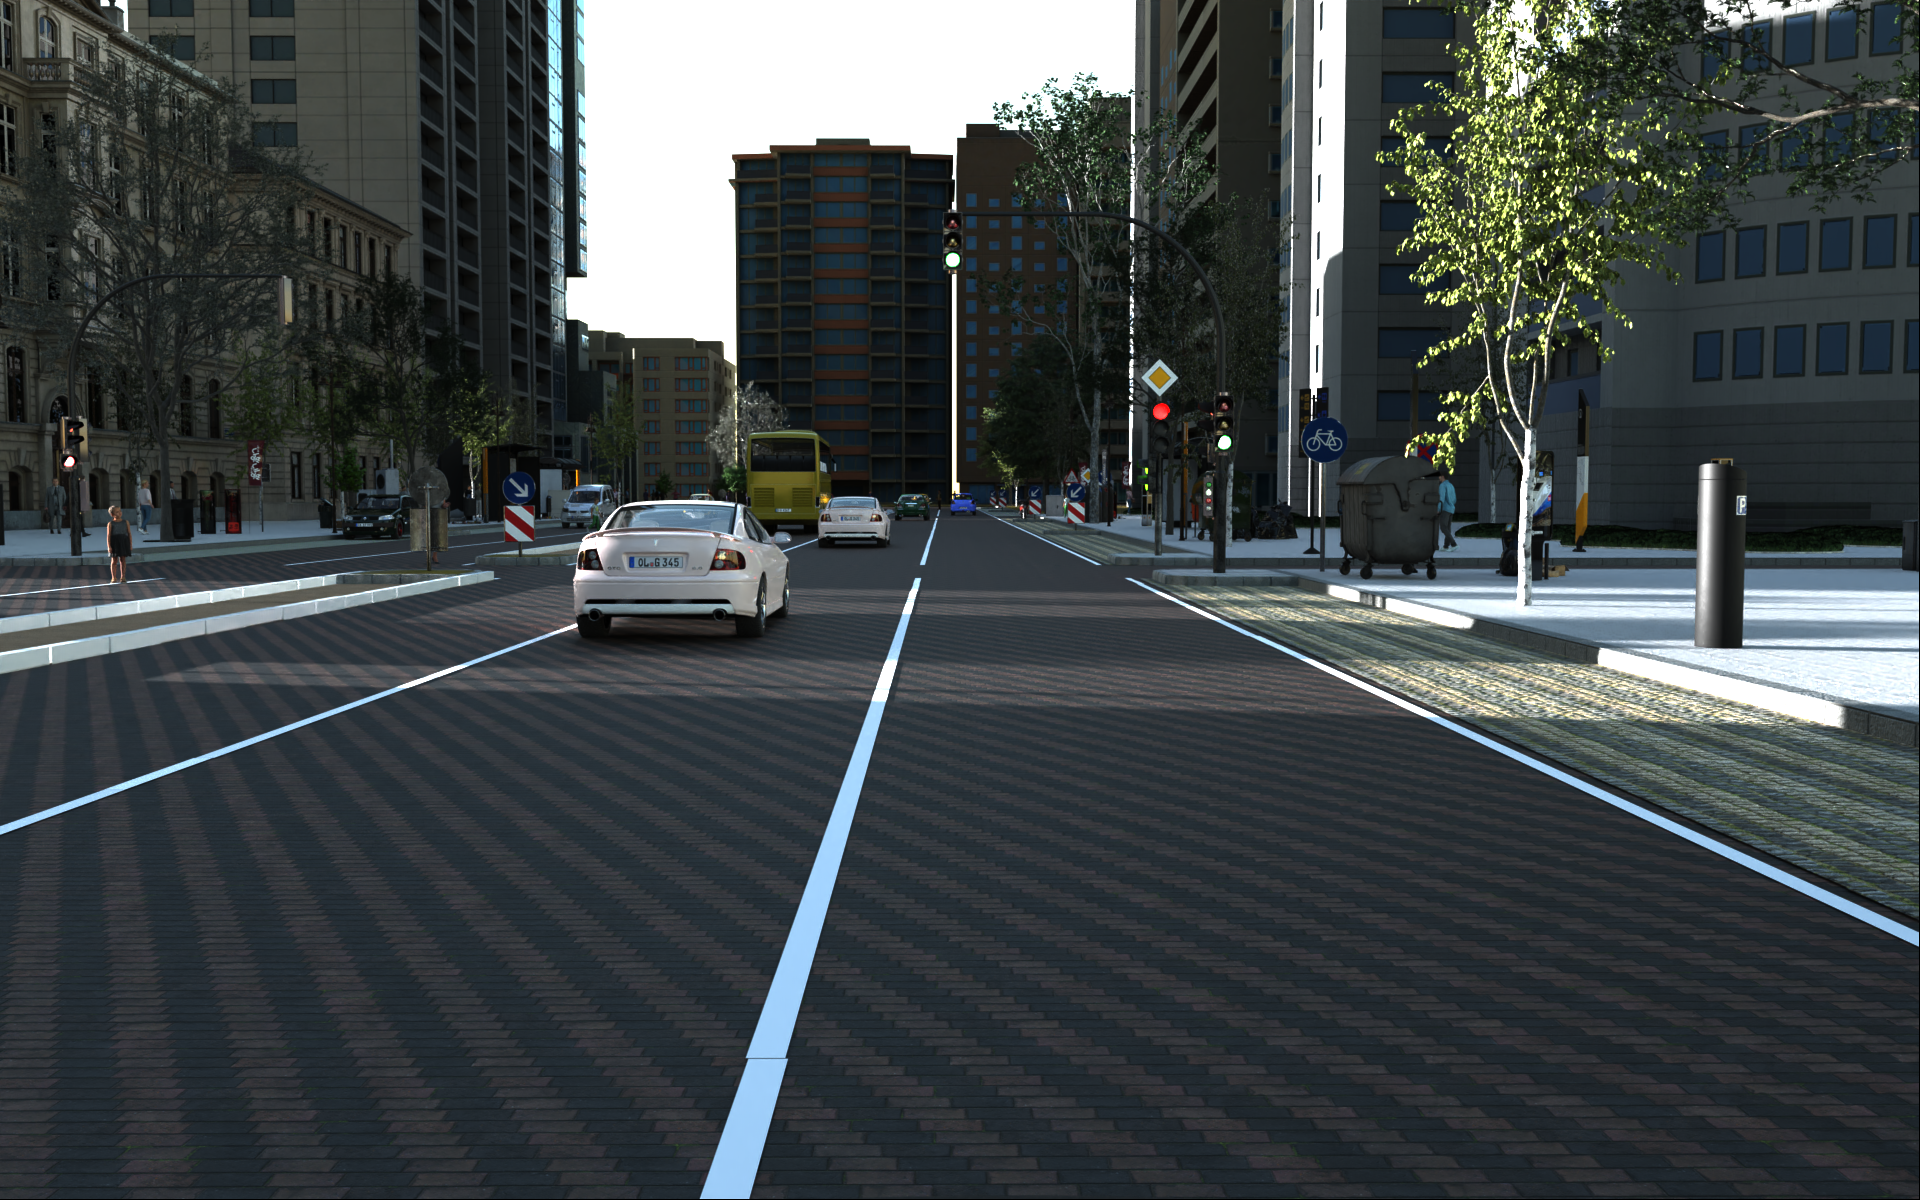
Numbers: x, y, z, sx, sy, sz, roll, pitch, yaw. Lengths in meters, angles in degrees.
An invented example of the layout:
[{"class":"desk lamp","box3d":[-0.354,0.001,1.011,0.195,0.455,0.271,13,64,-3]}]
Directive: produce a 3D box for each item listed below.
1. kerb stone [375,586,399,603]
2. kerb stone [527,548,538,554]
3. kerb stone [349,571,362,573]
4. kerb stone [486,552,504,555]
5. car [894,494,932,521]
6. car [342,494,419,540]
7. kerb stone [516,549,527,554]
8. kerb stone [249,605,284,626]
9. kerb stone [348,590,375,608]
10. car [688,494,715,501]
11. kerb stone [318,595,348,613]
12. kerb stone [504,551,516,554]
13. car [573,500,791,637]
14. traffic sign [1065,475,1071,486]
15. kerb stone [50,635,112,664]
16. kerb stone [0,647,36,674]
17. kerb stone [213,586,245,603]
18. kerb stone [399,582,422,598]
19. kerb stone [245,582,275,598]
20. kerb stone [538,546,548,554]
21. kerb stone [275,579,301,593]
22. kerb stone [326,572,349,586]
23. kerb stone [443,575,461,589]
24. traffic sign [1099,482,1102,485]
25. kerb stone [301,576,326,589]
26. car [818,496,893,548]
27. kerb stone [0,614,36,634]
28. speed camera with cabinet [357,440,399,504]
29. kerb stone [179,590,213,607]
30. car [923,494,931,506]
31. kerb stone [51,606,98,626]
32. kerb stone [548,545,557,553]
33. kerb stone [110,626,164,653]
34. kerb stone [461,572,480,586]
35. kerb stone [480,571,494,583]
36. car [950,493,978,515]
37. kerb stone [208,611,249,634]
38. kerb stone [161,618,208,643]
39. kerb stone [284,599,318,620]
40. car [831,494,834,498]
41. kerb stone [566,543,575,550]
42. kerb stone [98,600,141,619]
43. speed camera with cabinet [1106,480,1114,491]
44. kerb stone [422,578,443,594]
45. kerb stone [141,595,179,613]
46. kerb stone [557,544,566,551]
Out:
[{"class":"kerb stone","box3d":[-7.783,-0.062,23.260,0.120,0.150,1.000,0,4,-1]},{"class":"kerb stone","box3d":[-10.042,-1.098,40.192,0.120,0.150,1.000,0,4,-1]},{"class":"kerb stone","box3d":[-9.941,-0.377,28.359,0.120,0.150,1.000,0,4,-1]},{"class":"kerb stone","box3d":[-10.009,-0.912,37.110,0.120,0.150,1.000,0,4,-1]},{"class":"car","box3d":[-2.606,-5.104,95.247,2.131,1.459,4.920,0,4,1]},{"class":"car","box3d":[-18.405,-2.790,55.408,2.009,1.686,4.222,0,4,-1]},{"class":"kerb stone","box3d":[-10.022,-1.038,39.159,0.120,0.150,1.000,0,4,-1]},{"class":"kerb stone","box3d":[-7.759,0.185,19.164,0.120,0.150,1.000,0,4,-1]},{"class":"kerb stone","box3d":[-7.775,0.005,22.237,0.120,0.150,1.000,0,4,-1]},{"class":"car","box3d":[-15.645,-5.766,104.503,2.015,1.641,3.980,0,4,-2]},{"class":"kerb stone","box3d":[-7.762,0.060,21.215,0.120,0.150,1.000,0,4,-1]},{"class":"kerb stone","box3d":[-10.017,-0.974,38.137,0.120,0.150,1.000,0,4,-1]},{"class":"car","box3d":[-2.908,-0.388,18.709,2.083,1.381,4.827,0,4,-1]},{"class":"traffic sign","box3d":[6.996,-6.721,109.999,0.768,2.556,0.104,0,4,4]},{"class":"kerb stone","box3d":[-7.708,0.436,15.074,0.120,0.150,1.000,0,4,-1]},{"class":"kerb stone","box3d":[-7.702,0.499,14.047,0.120,0.150,1.000,0,4,-1]},{"class":"kerb stone","box3d":[-9.883,-0.063,23.230,0.120,0.150,1.000,0,4,-1]},{"class":"kerb stone","box3d":[-7.788,-0.127,24.281,0.120,0.150,1.000,0,4,-1]},{"class":"kerb stone","box3d":[-9.885,-0.126,24.252,0.120,0.150,1.000,0,4,-1]},{"class":"kerb stone","box3d":[-10.046,-1.164,41.221,0.120,0.150,1.000,0,4,-1]},{"class":"kerb stone","box3d":[-9.910,-0.189,25.280,0.120,0.150,1.000,0,4,-1]},{"class":"kerb stone","box3d":[-9.919,-0.314,27.332,0.120,0.150,1.000,0,4,-1]},{"class":"kerb stone","box3d":[-7.818,-0.253,26.328,0.120,0.150,1.000,0,4,-1]},{"class":"traffic sign","box3d":[7.380,-5.578,93.333,0.606,2.300,0.079,0,4,5]},{"class":"kerb stone","box3d":[-9.911,-0.251,26.303,0.120,0.150,1.000,0,4,-1]},{"class":"car","box3d":[-2.891,-2.166,47.768,2.083,1.381,4.827,0,4,-1]},{"class":"kerb stone","box3d":[-9.837,0.251,18.091,0.120,0.150,1.000,0,4,-1]},{"class":"speed camera with cabinet","box3d":[-21.240,-4.210,63.164,2.038,3.252,0.660,3,5,42]},{"class":"kerb stone","box3d":[-9.881,-0.001,22.207,0.120,0.150,1.000,0,4,-1]},{"class":"car","box3d":[-3.966,-10.192,176.868,2.015,1.641,3.980,0,4,-2]},{"class":"kerb stone","box3d":[-9.850,0.188,19.127,0.120,0.150,1.000,0,4,-1]},{"class":"kerb stone","box3d":[-10.057,-1.227,42.253,0.120,0.150,1.000,0,4,-1]},{"class":"kerb stone","box3d":[-7.711,0.374,16.096,0.120,0.150,1.000,0,4,-1]},{"class":"kerb stone","box3d":[-7.817,-0.316,27.359,0.120,0.150,1.000,0,4,-1]},{"class":"kerb stone","box3d":[-7.827,-0.376,28.381,0.120,0.150,1.000,0,4,-1]},{"class":"car","box3d":[0.246,-6.579,117.162,1.945,1.707,3.694,0,4,1]},{"class":"kerb stone","box3d":[-7.741,0.248,18.140,0.120,0.150,1.000,0,4,-1]},{"class":"kerb stone","box3d":[-7.736,0.311,17.118,0.120,0.150,1.000,0,4,-1]},{"class":"kerb stone","box3d":[-7.752,0.123,20.186,0.120,0.150,1.000,0,4,-1]},{"class":"car","box3d":[-13.290,-9.967,172.005,2.155,1.783,4.494,0,4,-1]},{"class":"kerb stone","box3d":[-10.073,-1.349,44.305,0.120,0.150,1.000,0,4,-1]},{"class":"kerb stone","box3d":[-9.857,0.125,20.154,0.120,0.150,1.000,0,4,-1]},{"class":"speed camera with cabinet","box3d":[8.544,-6.954,108.028,2.038,3.252,0.660,0,4,2]},{"class":"kerb stone","box3d":[-7.803,-0.190,25.303,0.120,0.150,1.000,0,4,-1]},{"class":"kerb stone","box3d":[-9.864,0.064,21.176,0.120,0.150,1.000,0,4,-1]},{"class":"kerb stone","box3d":[-10.069,-1.290,43.283,0.120,0.150,1.000,0,4,-1]}]
